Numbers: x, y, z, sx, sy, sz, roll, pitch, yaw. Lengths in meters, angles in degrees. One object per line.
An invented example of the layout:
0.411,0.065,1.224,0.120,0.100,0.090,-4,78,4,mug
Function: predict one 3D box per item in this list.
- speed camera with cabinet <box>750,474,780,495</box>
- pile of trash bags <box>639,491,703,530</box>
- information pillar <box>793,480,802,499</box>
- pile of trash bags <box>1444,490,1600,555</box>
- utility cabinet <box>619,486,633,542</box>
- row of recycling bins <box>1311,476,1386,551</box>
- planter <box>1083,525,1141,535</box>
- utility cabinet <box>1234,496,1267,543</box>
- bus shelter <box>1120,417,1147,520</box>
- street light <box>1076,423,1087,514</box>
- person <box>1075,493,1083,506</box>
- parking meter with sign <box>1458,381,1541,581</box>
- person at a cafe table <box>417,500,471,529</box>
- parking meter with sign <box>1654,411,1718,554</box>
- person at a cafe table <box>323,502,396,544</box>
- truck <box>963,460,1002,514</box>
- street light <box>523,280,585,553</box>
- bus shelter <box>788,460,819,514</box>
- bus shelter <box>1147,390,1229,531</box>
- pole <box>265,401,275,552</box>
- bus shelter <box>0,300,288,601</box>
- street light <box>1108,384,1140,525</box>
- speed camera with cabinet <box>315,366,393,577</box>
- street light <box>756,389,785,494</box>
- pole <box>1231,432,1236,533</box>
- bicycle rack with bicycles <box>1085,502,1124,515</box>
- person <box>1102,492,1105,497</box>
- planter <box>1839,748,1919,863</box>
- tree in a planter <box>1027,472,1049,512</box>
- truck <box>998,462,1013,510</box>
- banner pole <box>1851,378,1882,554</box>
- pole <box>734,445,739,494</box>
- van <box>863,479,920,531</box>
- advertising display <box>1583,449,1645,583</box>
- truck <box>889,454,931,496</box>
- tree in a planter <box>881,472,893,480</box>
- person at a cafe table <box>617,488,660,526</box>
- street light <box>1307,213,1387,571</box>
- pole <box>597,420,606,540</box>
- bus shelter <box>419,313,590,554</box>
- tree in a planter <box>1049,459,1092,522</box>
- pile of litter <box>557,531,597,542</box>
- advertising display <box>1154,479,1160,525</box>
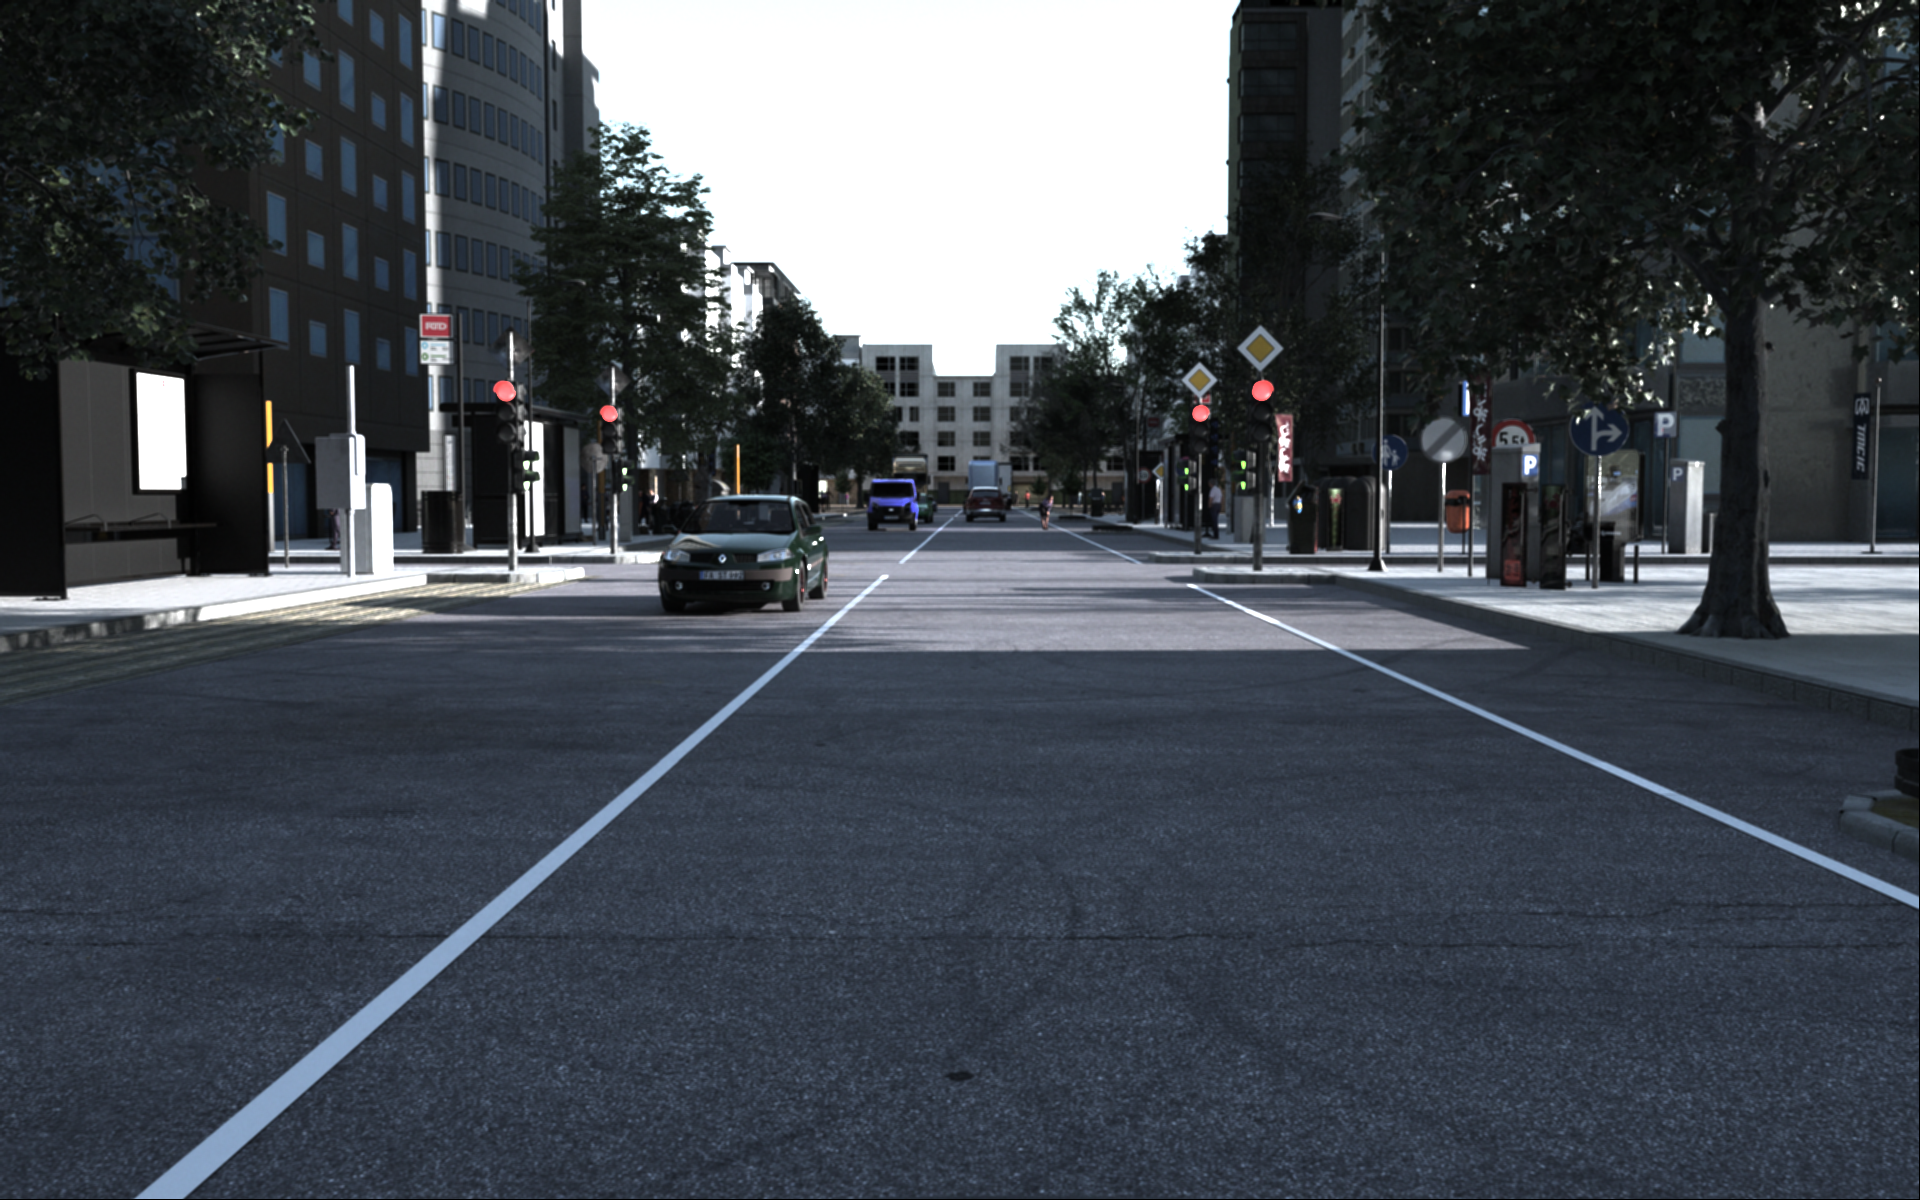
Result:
-9.535,-5.500,84.255,0.660,3.252,2.038,-3,4,-38,speed camera with cabinet
-10.318,-3.154,61.324,1.912,1.369,3.447,2,4,31,pile of trash bags
-8.314,-5.148,88.656,0.304,2.012,0.304,2,4,35,information pillar
11.987,-1.676,37.147,3.447,1.369,1.912,-1,4,-12,pile of trash bags
-9.012,-2.322,46.647,0.318,1.500,1.173,0,4,-8,utility cabinet
9.050,-2.057,40.752,1.069,1.692,3.534,0,4,-7,row of recycling bins
5.394,-2.492,61.881,1.991,0.319,1.994,0,4,1,planter
7.698,-2.127,45.930,1.020,1.237,0.306,-3,5,-42,utility cabinet
9.307,-6.723,87.549,2.179,5.291,8.768,0,4,1,bus shelter
7.526,-8.520,111.848,1.470,5.913,1.316,0,4,1,street light
12.965,-11.144,188.333,1.350,1.814,0.705,-3,5,-40,person
8.322,-1.824,26.090,0.543,3.016,1.738,-2,4,-29,parking meter with sign
-18.906,-3.233,63.715,1.726,1.238,1.698,0,4,2,person at a cafe table
15.641,-2.505,37.211,1.738,3.016,0.543,-2,4,-34,parking meter with sign
-15.727,-2.119,45.506,1.726,1.238,1.698,-2,4,-26,person at a cafe table
1.692,-8.713,132.210,2.967,4.110,18.799,0,4,2,truck
-8.829,-3.988,37.746,1.470,5.913,1.316,0,4,1,street light
-9.571,-7.149,108.161,1.731,3.624,6.357,0,4,1,bus shelter
8.539,-5.286,64.062,2.179,5.291,8.768,0,4,1,bus shelter
-15.226,-2.706,38.088,0.158,3.312,0.155,0,3,0,pole
-11.311,-1.995,23.899,1.731,3.624,6.357,0,4,1,bus shelter
6.911,-6.138,72.896,1.470,5.913,1.316,0,4,1,street light
-9.614,-2.028,27.491,0.660,3.252,2.038,0,4,-2,speed camera with cabinet
-8.431,-6.362,76.560,1.470,5.913,1.316,0,4,1,street light
8.987,-3.869,57.095,0.158,3.312,0.155,0,3,0,pole
9.097,-5.696,106.504,2.925,0.926,2.852,-1,4,-14,bicycle rack with bicycles
15.314,-11.090,188.076,1.217,1.736,0.721,-3,5,-44,person
4.723,0.868,6.951,1.991,0.319,1.994,0,4,1,planter
6.336,-8.650,138.647,1.991,3.239,1.994,0,4,1,tree in a planter
3.460,-10.364,158.372,2.839,4.237,11.283,0,4,1,truck
19.644,-2.907,37.540,0.401,3.779,0.863,-1,4,-17,banner pole
-9.197,-4.742,71.376,0.158,3.312,0.155,0,3,0,pole
-2.687,-3.981,69.477,2.240,2.365,5.245,0,4,-1,van
9.509,-1.223,25.218,0.123,1.923,0.974,-2,4,-30,advertising display
-3.535,-8.225,123.388,2.839,4.237,11.283,0,4,-1,truck
-5.859,-8.661,138.825,1.991,3.239,1.994,0,4,1,tree in a planter
-12.367,-3.633,67.909,1.698,1.524,1.622,3,4,38,person at a cafe table
6.435,-3.441,28.800,1.470,5.913,1.316,0,4,1,street light
-9.951,-3.314,48.034,0.158,3.312,0.155,0,3,0,pole
-10.866,-3.885,41.155,2.179,5.291,8.768,0,4,1,bus shelter
5.739,-5.621,89.128,1.991,3.239,1.994,0,4,1,tree in a planter
-10.437,-2.015,46.906,1.176,0.858,1.719,0,4,-4,pile of litter
8.305,-4.153,73.108,0.123,1.923,0.974,1,4,13,advertising display
